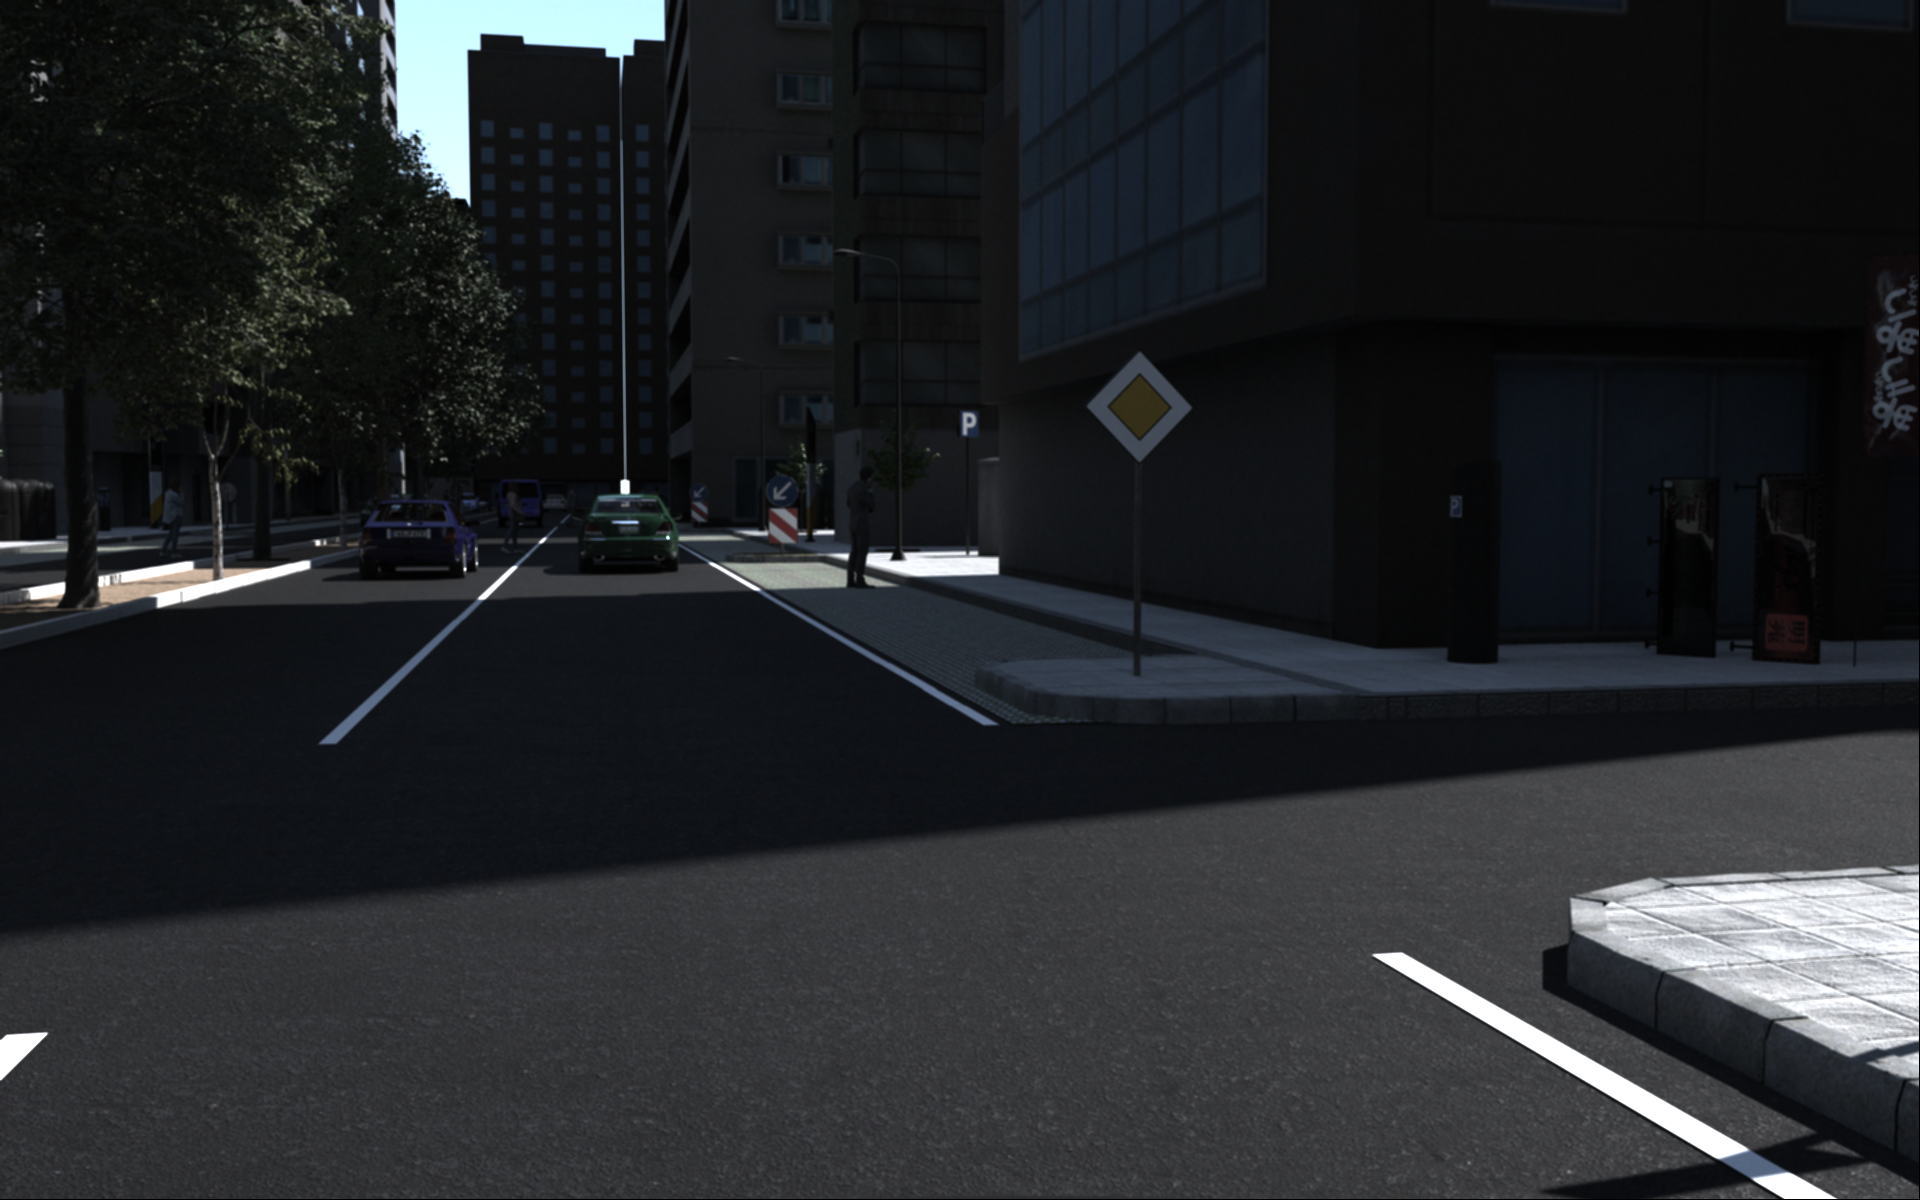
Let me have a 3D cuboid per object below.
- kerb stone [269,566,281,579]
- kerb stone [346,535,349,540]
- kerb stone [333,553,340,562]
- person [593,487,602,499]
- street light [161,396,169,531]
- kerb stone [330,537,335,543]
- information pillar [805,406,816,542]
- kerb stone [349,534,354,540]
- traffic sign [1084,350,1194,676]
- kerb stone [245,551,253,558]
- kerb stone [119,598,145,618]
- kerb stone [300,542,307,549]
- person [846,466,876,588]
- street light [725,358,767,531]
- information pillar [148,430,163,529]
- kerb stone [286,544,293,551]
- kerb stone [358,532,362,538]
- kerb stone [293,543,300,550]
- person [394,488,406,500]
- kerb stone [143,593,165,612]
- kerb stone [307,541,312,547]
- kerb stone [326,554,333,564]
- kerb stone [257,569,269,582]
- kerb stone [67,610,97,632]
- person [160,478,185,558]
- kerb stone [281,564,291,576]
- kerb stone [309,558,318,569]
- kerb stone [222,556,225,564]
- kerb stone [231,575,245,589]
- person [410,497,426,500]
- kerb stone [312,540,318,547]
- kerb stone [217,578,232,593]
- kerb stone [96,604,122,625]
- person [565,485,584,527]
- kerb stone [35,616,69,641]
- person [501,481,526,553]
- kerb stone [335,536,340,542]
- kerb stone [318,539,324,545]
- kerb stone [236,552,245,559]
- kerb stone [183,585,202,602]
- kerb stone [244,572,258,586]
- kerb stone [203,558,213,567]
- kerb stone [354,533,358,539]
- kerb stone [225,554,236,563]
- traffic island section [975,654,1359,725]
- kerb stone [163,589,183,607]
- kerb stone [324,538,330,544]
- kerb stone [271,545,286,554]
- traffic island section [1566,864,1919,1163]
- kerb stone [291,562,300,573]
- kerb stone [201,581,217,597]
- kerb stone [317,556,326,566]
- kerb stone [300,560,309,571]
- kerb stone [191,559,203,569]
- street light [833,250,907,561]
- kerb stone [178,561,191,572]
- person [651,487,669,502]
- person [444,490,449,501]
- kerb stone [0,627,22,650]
[{"bbox_3d":[-11.735,-0.441,29.411,0.120,0.150,1.000,-1,4,-12],"label":"kerb stone"},{"bbox_3d":[-18.919,-1.888,53.057,0.120,0.150,1.000,-1,4,-12],"label":"kerb stone"},{"bbox_3d":[-13.232,-0.871,36.431,0.120,0.150,1.000,-1,4,-12],"label":"kerb stone"},{"bbox_3d":[-16.802,-4.368,80.261,0.721,1.781,0.623,-2,4,-27],"label":"person"},{"bbox_3d":[-27.365,-5.401,60.841,1.470,5.913,1.316,-1,4,-12],"label":"street light"},{"bbox_3d":[-18.277,-1.704,50.054,0.120,0.150,1.000,-1,4,-12],"label":"kerb stone"},{"bbox_3d":[-4.003,-3.375,46.540,0.183,3.616,0.504,1,4,17],"label":"information pillar"},{"bbox_3d":[-19.128,-1.949,54.061,0.120,0.150,1.000,-1,4,-12],"label":"kerb stone"},{"bbox_3d":[1.246,-0.520,12.152,0.795,2.450,0.064,-1,4,-12],"label":"traffic sign"},{"bbox_3d":[-15.709,-0.967,38.015,0.120,0.150,1.000,-1,4,-12],"label":"kerb stone"},{"bbox_3d":[-9.813,0.112,20.374,0.120,0.150,1.000,-1,4,-12],"label":"kerb stone"},{"bbox_3d":[-17.208,-1.398,45.048,0.120,0.150,1.000,-1,4,-12],"label":"kerb stone"},{"bbox_3d":[-1.474,-1.100,26.287,0.447,1.846,0.655,-2,4,-30],"label":"person"},{"bbox_3d":[-7.309,-5.306,59.302,1.470,5.913,1.316,-1,4,-12],"label":"street light"},{"bbox_3d":[-29.598,-4.425,63.711,0.183,3.616,0.504,2,4,26],"label":"information pillar"},{"bbox_3d":[-16.780,-1.274,43.025,0.120,0.150,1.000,-1,4,-12],"label":"kerb stone"},{"bbox_3d":[-19.550,-2.072,56.072,0.120,0.150,1.000,-1,4,-12],"label":"kerb stone"},{"bbox_3d":[-16.992,-1.336,44.034,0.120,0.150,1.000,-1,4,-12],"label":"kerb stone"},{"bbox_3d":[-28.679,-4.825,88.109,1.217,1.743,0.721,-1,4,-10],"label":"person"},{"bbox_3d":[-10.033,0.050,21.378,0.120,0.150,1.000,-1,4,-12],"label":"kerb stone"},{"bbox_3d":[-17.428,-1.459,46.046,0.120,0.150,1.000,-1,4,-12],"label":"kerb stone"},{"bbox_3d":[-13.017,-0.809,35.422,0.120,0.150,1.000,-1,4,-12],"label":"kerb stone"},{"bbox_3d":[-11.525,-0.380,28.407,0.120,0.150,1.000,-1,4,-12],"label":"kerb stone"},{"bbox_3d":[-9.390,0.235,18.366,0.120,0.150,1.000,-1,4,-12],"label":"kerb stone"},{"bbox_3d":[-17.728,-1.847,38.955,0.793,1.790,0.793,1,4,10],"label":"person"},{"bbox_3d":[-11.948,-0.501,30.412,0.120,0.150,1.000,-1,4,-12],"label":"kerb stone"},{"bbox_3d":[-12.584,-0.684,33.417,0.120,0.150,1.000,-1,4,-12],"label":"kerb stone"},{"bbox_3d":[-15.070,-0.780,35.012,0.120,0.150,1.000,-1,4,-12],"label":"kerb stone"},{"bbox_3d":[-11.100,-0.257,26.399,0.120,0.150,1.000,-1,4,-12],"label":"kerb stone"},{"bbox_3d":[-29.349,-5.199,94.030,1.217,1.766,0.721,-3,5,-41],"label":"person"},{"bbox_3d":[-17.637,-1.520,47.047,0.120,0.150,1.000,-1,4,-12],"label":"kerb stone"},{"bbox_3d":[-10.883,-0.196,25.400,0.120,0.150,1.000,-1,4,-12],"label":"kerb stone"},{"bbox_3d":[-9.597,0.180,19.371,0.120,0.150,1.000,-1,4,-12],"label":"kerb stone"},{"bbox_3d":[-16.631,-4.026,74.443,0.853,1.813,0.709,1,4,12],"label":"person"},{"bbox_3d":[-9.176,0.296,17.362,0.120,0.150,1.000,-1,4,-12],"label":"kerb stone"},{"bbox_3d":[-10.861,-2.012,41.984,0.643,1.750,0.593,-2,4,-29],"label":"person"},{"bbox_3d":[-18.478,-1.760,51.057,0.120,0.150,1.000,-1,4,-12],"label":"kerb stone"},{"bbox_3d":[-17.847,-1.582,48.055,0.120,0.150,1.000,-1,4,-12],"label":"kerb stone"},{"bbox_3d":[-15.504,-0.898,37.010,0.120,0.150,1.000,-1,4,-12],"label":"kerb stone"},{"bbox_3d":[-10.455,-0.073,23.396,0.120,0.150,1.000,-1,4,-12],"label":"kerb stone"},{"bbox_3d":[-11.310,-0.318,27.400,0.120,0.150,1.000,-1,4,-12],"label":"kerb stone"},{"bbox_3d":[-14.860,-0.722,34.011,0.120,0.150,1.000,-1,4,-12],"label":"kerb stone"},{"bbox_3d":[-19.344,-2.010,55.066,0.120,0.150,1.000,-1,4,-12],"label":"kerb stone"},{"bbox_3d":[-15.283,-0.839,36.012,0.120,0.150,1.000,-1,4,-12],"label":"kerb stone"},{"bbox_3d":[1.267,0.614,12.234,2.009,0.180,2.903,-1,4,-12],"label":"traffic island section"},{"bbox_3d":[-10.252,-0.011,22.383,0.120,0.150,1.000,-1,4,-12],"label":"kerb stone"},{"bbox_3d":[-18.063,-1.643,49.054,0.120,0.150,1.000,-1,4,-12],"label":"kerb stone"},{"bbox_3d":[-16.562,-1.213,42.023,0.120,0.150,1.000,-1,4,-12],"label":"kerb stone"},{"bbox_3d":[2.928,1.092,4.423,2.009,0.180,2.903,-1,4,-12],"label":"traffic island section"},{"bbox_3d":[-12.165,-0.564,31.415,0.120,0.150,1.000,-1,4,-12],"label":"kerb stone"},{"bbox_3d":[-10.675,-0.134,24.398,0.120,0.150,1.000,-1,4,-12],"label":"kerb stone"},{"bbox_3d":[-12.794,-0.748,34.424,0.120,0.150,1.000,-1,4,-12],"label":"kerb stone"},{"bbox_3d":[-12.374,-0.618,32.417,0.120,0.150,1.000,-1,4,-12],"label":"kerb stone"},{"bbox_3d":[-14.647,-0.661,33.005,0.120,0.150,1.000,-1,4,-12],"label":"kerb stone"},{"bbox_3d":[-1.722,-3.709,33.181,1.470,5.913,1.316,-1,4,-12],"label":"street light"},{"bbox_3d":[-14.433,-0.600,32.003,0.120,0.150,1.000,-1,4,-12],"label":"kerb stone"},{"bbox_3d":[-15.597,-4.932,89.234,1.348,1.812,0.705,0,4,8],"label":"person"},{"bbox_3d":[-33.281,-6.288,112.231,0.530,1.710,0.541,-1,4,-15],"label":"person"},{"bbox_3d":[-8.966,0.357,16.361,0.120,0.150,1.000,-1,4,-12],"label":"kerb stone"}]
